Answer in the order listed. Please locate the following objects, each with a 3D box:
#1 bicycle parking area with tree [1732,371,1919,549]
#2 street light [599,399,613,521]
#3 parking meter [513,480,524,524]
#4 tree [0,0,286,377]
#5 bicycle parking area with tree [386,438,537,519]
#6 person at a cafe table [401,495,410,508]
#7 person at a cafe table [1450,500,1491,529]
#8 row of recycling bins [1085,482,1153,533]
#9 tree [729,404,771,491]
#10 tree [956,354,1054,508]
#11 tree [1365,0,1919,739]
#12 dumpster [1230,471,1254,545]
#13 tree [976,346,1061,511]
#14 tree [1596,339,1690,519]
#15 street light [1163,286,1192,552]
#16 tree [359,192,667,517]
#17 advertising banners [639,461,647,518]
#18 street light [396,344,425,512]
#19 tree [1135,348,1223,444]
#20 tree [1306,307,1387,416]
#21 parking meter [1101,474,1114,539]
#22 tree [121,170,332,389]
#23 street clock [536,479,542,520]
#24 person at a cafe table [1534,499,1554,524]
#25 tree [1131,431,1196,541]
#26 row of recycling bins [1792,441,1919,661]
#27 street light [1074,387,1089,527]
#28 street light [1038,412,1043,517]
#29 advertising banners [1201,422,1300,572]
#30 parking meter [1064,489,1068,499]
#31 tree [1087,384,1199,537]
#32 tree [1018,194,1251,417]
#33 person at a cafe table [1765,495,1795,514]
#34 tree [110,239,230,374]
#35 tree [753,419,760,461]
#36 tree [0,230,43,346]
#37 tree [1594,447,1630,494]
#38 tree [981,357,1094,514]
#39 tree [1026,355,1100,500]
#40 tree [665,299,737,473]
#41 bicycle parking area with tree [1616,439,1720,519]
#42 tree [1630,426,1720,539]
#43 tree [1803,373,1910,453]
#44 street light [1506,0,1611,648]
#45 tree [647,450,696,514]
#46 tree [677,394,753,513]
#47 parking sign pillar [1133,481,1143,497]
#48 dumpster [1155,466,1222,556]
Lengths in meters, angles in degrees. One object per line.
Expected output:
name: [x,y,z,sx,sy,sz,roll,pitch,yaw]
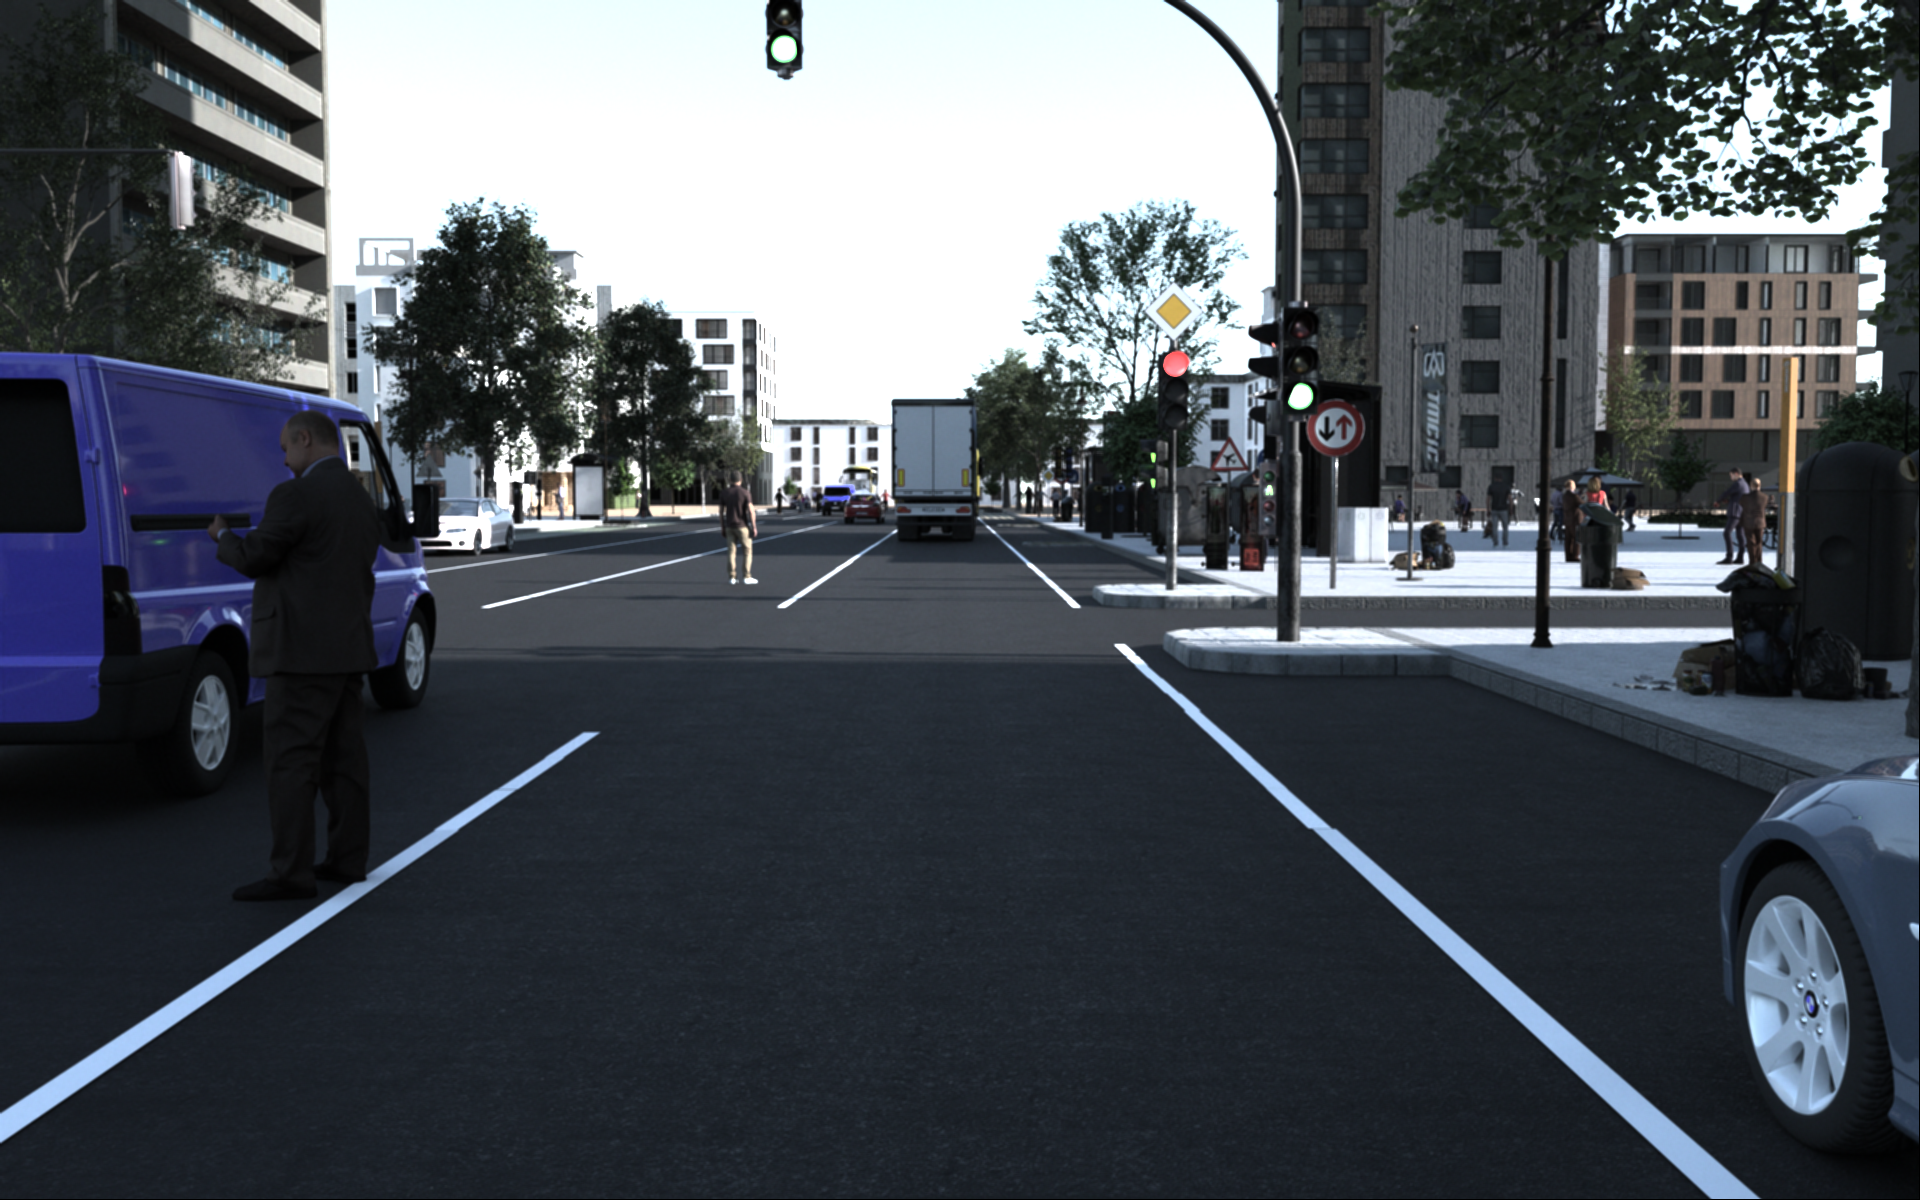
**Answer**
bicycle parking area with tree: [21.755,-3.115,37.931,9.016,4.147,8.231,2,4,25]
street light: [-16.948,-6.732,82.854,0.468,5.910,1.993,0,4,0]
parking meter: [-18.936,-4.195,74.307,0.399,1.863,0.255,1,4,21]
tree: [-16.885,-5.973,32.071,7.601,10.594,8.767,0,4,6]
bicycle parking area with tree: [-26.333,-6.122,87.095,8.231,4.147,9.016,2,4,33]
person at a cafe table: [-26.726,-4.322,81.522,1.726,1.238,1.698,1,4,17]
person at a cafe table: [19.156,-3.303,64.859,1.698,1.238,1.726,-1,4,-19]
row of recycling bins: [5.809,-3.077,57.419,3.534,1.692,1.069,2,4,24]
tree: [-17.379,-11.699,141.642,4.737,8.622,4.395,0,3,0]
tree: [4.311,-15.403,158.501,9.857,13.997,8.962,0,3,0]
tree: [4.809,-5.535,8.628,7.486,12.596,7.792,0,3,0]
dumpster: [7.533,-2.331,43.865,1.264,1.857,1.865,0,4,0]
tree: [4.428,-13.159,133.276,7.486,12.596,7.792,0,3,0]
tree: [31.996,-8.060,82.137,4.737,8.622,4.395,0,3,0]
street light: [4.808,-4.018,38.480,0.468,5.910,1.993,0,4,0]
tree: [-17.928,-9.106,65.887,9.611,12.733,9.660,0,3,0]
advertising banners: [-16.828,-5.850,91.834,0.090,3.025,2.074,0,4,0]
street light: [-16.930,-4.938,53.527,0.468,5.910,1.993,0,4,0]
tree: [10.711,-8.239,85.073,4.737,8.622,4.395,0,3,0]
tree: [14.690,-7.150,67.270,4.360,8.622,3.978,0,3,0]
parking meter: [4.194,-2.665,49.285,0.255,1.863,0.399,1,4,22]
tree: [-16.947,-5.463,39.676,4.360,8.622,3.978,0,3,0]
street clock: [-20.733,-4.936,85.266,0.358,2.002,0.471,-1,4,-11]
person at a cafe table: [25.235,-3.838,73.617,1.698,1.238,1.726,-2,4,-33]
tree: [5.734,-3.229,47.398,1.663,3.219,1.824,0,3,0]
row of recycling bins: [8.361,-0.421,13.991,3.534,1.692,1.069,-1,4,-12]
street light: [4.754,-5.812,67.807,0.468,5.910,1.993,0,4,0]
street light: [4.464,-7.631,97.557,0.468,5.910,1.993,0,4,0]
advertising banners: [4.855,-1.998,28.855,0.090,3.025,2.074,-3,5,-42]
parking meter: [5.715,-5.277,94.687,0.372,1.533,0.369,0,3,0]
tree: [5.465,-4.169,51.873,4.285,4.588,4.351,0,3,0]
tree: [5.955,-8.194,59.726,9.928,11.665,9.643,0,3,0]
person at a cafe table: [41.580,-4.723,88.078,1.698,1.238,1.726,-1,4,-12]
tree: [-22.742,-6.063,49.497,4.737,8.622,4.395,0,3,0]
tree: [-17.760,-11.241,134.156,4.360,8.622,3.978,0,3,0]
tree: [-24.338,-5.731,44.072,4.737,8.622,4.395,0,3,0]
tree: [26.484,-4.687,71.230,1.663,3.219,1.824,0,3,0]
tree: [5.075,-10.737,109.970,7.601,10.594,8.767,1,4,15]
tree: [5.450,-8.673,92.163,4.737,8.622,4.395,0,3,0]
tree: [-17.927,-11.088,98.300,9.611,12.733,9.660,0,3,0]
bicycle parking area with tree: [36.073,-6.421,91.983,8.231,4.147,9.016,-3,4,-38]
tree: [20.666,-3.379,49.846,1.663,3.219,1.824,0,3,0]
tree: [24.492,-3.850,46.660,4.285,4.588,4.351,0,3,0]
street light: [4.884,-2.543,14.364,0.468,5.910,1.993,0,4,0]
tree: [-18.414,-7.787,111.029,4.285,4.588,4.351,0,3,0]
tree: [-16.986,-10.119,115.802,4.360,8.622,3.978,0,3,0]
parking sign pillar: [7.281,-5.091,71.707,1.447,3.967,1.447,3,5,44]
dumpster: [4.766,-1.851,36.030,1.264,1.857,1.865,0,4,0]
